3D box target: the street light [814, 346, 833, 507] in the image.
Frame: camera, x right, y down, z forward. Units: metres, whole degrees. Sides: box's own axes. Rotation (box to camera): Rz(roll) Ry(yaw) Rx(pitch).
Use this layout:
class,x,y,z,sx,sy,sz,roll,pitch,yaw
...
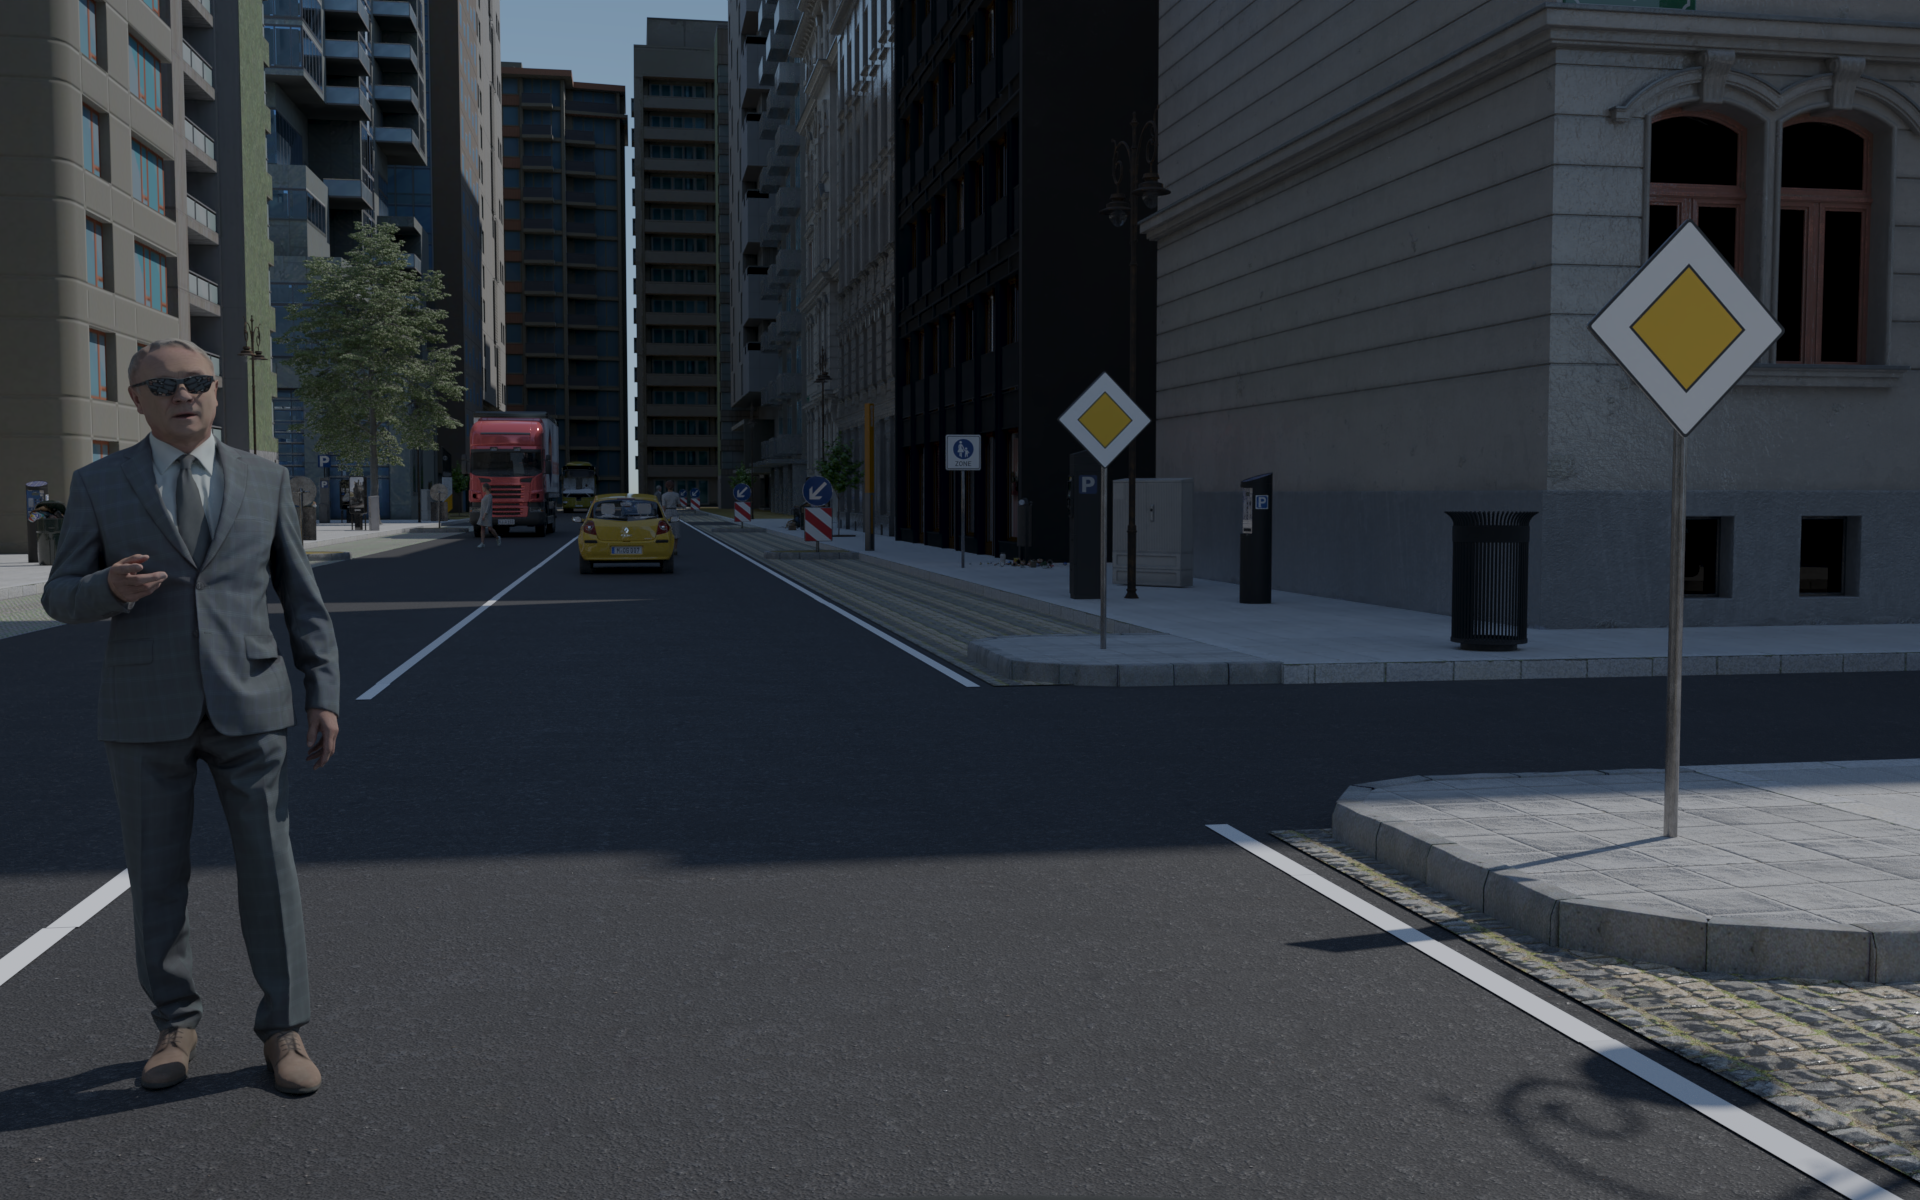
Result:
class,x,y,z,sx,sy,sz,roll,pitch,yaw
street light,-4.275,-4.973,54.104,0.468,5.910,1.993,-1,4,-11

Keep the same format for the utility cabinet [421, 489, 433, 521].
class,x,y,z,sx,sy,sz,roll,pitch,yaw
utility cabinet,-25.582,-4.556,83.177,0.318,1.500,1.173,0,4,-5

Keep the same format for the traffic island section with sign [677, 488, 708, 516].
class,x,y,z,sx,sy,sz,roll,pitch,yaw
traffic island section with sign,-17.716,-6.504,114.973,1.989,1.847,2.006,-1,4,-11

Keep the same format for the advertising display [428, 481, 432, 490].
class,x,y,z,sx,sy,sz,roll,pitch,yaw
advertising display,-25.905,-4.862,84.711,0.123,1.923,0.974,-1,4,-13

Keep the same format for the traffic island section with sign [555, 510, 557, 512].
class,x,y,z,sx,sy,sz,roll,pitch,yaw
traffic island section with sign,-33.565,-8.027,139.870,1.989,1.847,2.006,-1,4,-11

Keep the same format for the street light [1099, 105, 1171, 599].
class,x,y,z,sx,sy,sz,roll,pitch,yaw
street light,2.109,-2.956,21.123,0.468,5.910,1.993,-1,4,-11

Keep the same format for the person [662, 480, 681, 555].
class,x,y,z,sx,sy,sz,roll,pitch,yaw
person,-6.796,-1.935,40.702,0.480,1.755,0.524,-2,4,-26

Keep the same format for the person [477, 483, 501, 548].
class,x,y,z,sx,sy,sz,roll,pitch,yaw
person,-12.720,-2.288,46.653,0.466,1.731,0.760,2,4,25

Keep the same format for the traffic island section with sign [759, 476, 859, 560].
class,x,y,z,sx,sy,sz,roll,pitch,yaw
traffic island section with sign,-3.346,-1.829,38.530,1.989,1.847,2.006,-1,4,-11

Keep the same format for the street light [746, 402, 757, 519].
class,x,y,z,sx,sy,sz,roll,pitch,yaw
street light,-10.480,-7.005,87.318,0.468,5.910,1.993,-1,4,-11

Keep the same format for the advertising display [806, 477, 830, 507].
class,x,y,z,sx,sy,sz,roll,pitch,yaw
advertising display,-5.321,-3.656,64.985,0.974,1.923,0.123,1,4,23

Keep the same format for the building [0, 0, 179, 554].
class,x,y,z,sx,sy,sz,roll,pitch,yaw
building,-31.503,-11.227,28.600,27.650,21.520,28.899,-1,4,-11

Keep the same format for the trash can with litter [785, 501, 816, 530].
class,x,y,z,sx,sy,sz,roll,pitch,yaw
trash can with litter,-5.648,-3.052,61.285,1.055,1.170,0.624,-1,4,-15

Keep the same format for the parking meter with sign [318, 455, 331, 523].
class,x,y,z,sx,sy,sz,roll,pitch,yaw
parking meter with sign,-28.217,-4.929,76.854,0.543,3.016,1.738,-1,4,-18

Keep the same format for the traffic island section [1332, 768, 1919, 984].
class,x,y,z,sx,sy,sz,roll,pitch,yaw
traffic island section,2.680,0.965,6.506,2.009,0.180,2.903,-1,4,-11

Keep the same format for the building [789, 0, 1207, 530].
class,x,y,z,sx,sy,sz,roll,pitch,yaw
building,0.245,-17.770,77.929,14.401,28.519,23.554,-1,4,-11

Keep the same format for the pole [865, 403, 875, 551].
class,x,y,z,sx,sy,sz,roll,pitch,yaw
pole,-2.038,-2.764,39.029,0.158,3.312,0.155,0,3,0

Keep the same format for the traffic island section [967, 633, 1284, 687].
class,x,y,z,sx,sy,sz,roll,pitch,yaw
traffic island section,1.205,0.485,14.354,2.009,0.180,2.903,-1,4,-11

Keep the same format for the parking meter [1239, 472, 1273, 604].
class,x,y,z,sx,sy,sz,roll,pitch,yaw
parking meter,3.475,-0.729,20.332,0.372,1.533,0.369,0,3,0

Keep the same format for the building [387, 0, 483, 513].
class,x,y,z,sx,sy,sz,roll,pitch,yaw
building,-41.392,-28.816,121.252,14.600,45.320,14.200,-1,4,-11

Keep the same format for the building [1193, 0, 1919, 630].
class,x,y,z,sx,sy,sz,roll,pitch,yaw
building,15.266,-14.450,23.649,23.554,28.519,14.401,-1,4,-11

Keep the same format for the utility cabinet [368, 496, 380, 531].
class,x,y,z,sx,sy,sz,roll,pitch,yaw
utility cabinet,-20.635,-3.045,60.952,0.306,1.237,1.020,-1,4,-23

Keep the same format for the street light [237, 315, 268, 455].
class,x,y,z,sx,sy,sz,roll,pitch,yaw
street light,-18.274,-4.409,44.869,0.468,5.910,1.993,-1,4,-11

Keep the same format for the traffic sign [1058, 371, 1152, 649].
class,x,y,z,sx,sy,sz,roll,pitch,yaw
traffic sign,1.183,-0.650,14.272,0.795,2.450,0.064,-1,4,-11

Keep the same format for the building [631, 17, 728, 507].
class,x,y,z,sx,sy,sz,roll,pitch,yaw
building,-23.435,-34.163,182.259,21.600,48.544,21.300,-1,4,-11

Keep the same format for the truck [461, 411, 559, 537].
class,x,y,z,sx,sy,sz,roll,pitch,yaw
truck,-15.641,-4.413,61.062,2.839,4.237,11.283,-1,4,-10

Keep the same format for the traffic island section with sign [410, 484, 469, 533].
class,x,y,z,sx,sy,sz,roll,pitch,yaw
traffic island section with sign,-19.415,-3.426,64.648,1.989,1.847,2.006,-1,4,-11

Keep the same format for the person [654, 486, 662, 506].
class,x,y,z,sx,sy,sz,roll,pitch,yaw
person,-12.125,-3.736,69.987,0.834,1.777,0.661,-2,4,-31

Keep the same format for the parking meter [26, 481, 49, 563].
class,x,y,z,sx,sy,sz,roll,pitch,yaw
parking meter,-17.251,-1.467,32.404,0.372,1.533,0.369,0,3,0

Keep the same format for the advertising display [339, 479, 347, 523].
class,x,y,z,sx,sy,sz,roll,pitch,yaw
advertising display,-27.034,-4.379,76.810,0.123,1.923,0.974,3,5,40

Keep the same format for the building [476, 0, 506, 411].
class,x,y,z,sx,sy,sz,roll,pitch,yaw
building,-51.860,-33.824,142.256,27.495,52.752,28.713,-1,4,-11

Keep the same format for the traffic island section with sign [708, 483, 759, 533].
class,x,y,z,sx,sy,sz,roll,pitch,yaw
traffic island section with sign,-8.330,-3.451,65.054,1.989,1.847,2.006,-1,4,-11

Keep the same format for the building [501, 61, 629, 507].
class,x,y,z,sx,sy,sz,roll,pitch,yaw
building,-48.603,-32.010,177.991,28.867,44.769,22.147,-1,4,-11

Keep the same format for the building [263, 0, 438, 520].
class,x,y,z,sx,sy,sz,roll,pitch,yaw
building,-41.249,-47.975,97.070,22.319,86.520,31.000,-1,4,-11

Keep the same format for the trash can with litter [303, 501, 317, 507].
class,x,y,z,sx,sy,sz,roll,pitch,yaw
trash can with litter,-24.503,-3.278,64.984,0.624,1.170,1.055,-1,4,-16

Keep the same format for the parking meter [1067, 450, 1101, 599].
class,x,y,z,sx,sy,sz,roll,pitch,yaw
parking meter,1.520,-0.945,21.170,0.399,1.863,0.255,-1,4,-9

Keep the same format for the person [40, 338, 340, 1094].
class,x,y,z,sx,sy,sz,roll,pitch,yaw
person,-1.817,0.277,4.148,0.661,1.801,0.590,-2,4,-29

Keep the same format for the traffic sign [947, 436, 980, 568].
class,x,y,z,sx,sy,sz,roll,pitch,yaw
traffic sign,0.051,-1.705,30.005,0.606,2.300,0.079,-1,4,-9

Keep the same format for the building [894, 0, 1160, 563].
class,x,y,z,sx,sy,sz,roll,pitch,yaw
building,5.719,-12.879,40.250,12.332,23.373,15.834,-1,4,-11

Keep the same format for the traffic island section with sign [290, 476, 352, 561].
class,x,y,z,sx,sy,sz,roll,pitch,yaw
traffic island section with sign,-14.335,-1.773,37.621,1.989,1.847,2.006,-1,4,-11

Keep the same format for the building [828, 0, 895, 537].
class,x,y,z,sx,sy,sz,roll,pitch,yaw
building,1.579,-12.717,57.073,9.793,20.994,18.267,-1,4,-11

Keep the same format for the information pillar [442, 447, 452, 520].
class,x,y,z,sx,sy,sz,roll,pitch,yaw
information pillar,-25.386,-5.769,85.679,0.504,3.616,0.183,-3,5,-40

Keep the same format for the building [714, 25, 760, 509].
class,x,y,z,sx,sy,sz,roll,pitch,yaw
building,-14.974,-28.904,156.175,14.154,41.232,14.086,-1,4,-11

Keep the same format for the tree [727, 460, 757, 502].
class,x,y,z,sx,sy,sz,roll,pitch,yaw
tree,-12.562,-6.399,99.231,1.663,3.219,1.824,0,3,0

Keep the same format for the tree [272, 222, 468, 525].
class,x,y,z,sx,sy,sz,roll,pitch,yaw
tree,-24.479,-9.422,72.182,7.486,12.596,7.792,0,3,0

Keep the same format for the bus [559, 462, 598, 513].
class,x,y,z,sx,sy,sz,roll,pitch,yaw
bus,-29.621,-8.768,134.898,2.896,3.916,12.252,-1,4,-11

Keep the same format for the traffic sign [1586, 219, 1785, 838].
class,x,y,z,sx,sy,sz,roll,pitch,yaw
traffic sign,2.659,-0.170,6.424,0.795,2.450,0.064,-1,4,-11

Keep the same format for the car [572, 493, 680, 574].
class,x,y,z,sx,sy,sz,roll,pitch,yaw
car,-6.272,-1.366,32.553,2.015,1.641,3.980,-1,4,-11

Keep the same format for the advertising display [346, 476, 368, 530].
class,x,y,z,sx,sy,sz,roll,pitch,yaw
advertising display,-21.418,-3.452,61.647,0.974,1.923,0.123,3,5,39

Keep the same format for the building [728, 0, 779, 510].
class,x,y,z,sx,sy,sz,roll,pitch,yaw
building,-3.961,-33.458,136.270,28.713,52.752,27.495,-1,4,-11

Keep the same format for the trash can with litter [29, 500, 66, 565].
class,x,y,z,sx,sy,sz,roll,pitch,yaw
trash can with litter,-16.497,-1.221,31.345,0.624,1.170,1.055,-2,4,-28

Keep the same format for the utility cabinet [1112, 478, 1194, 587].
class,x,y,z,sx,sy,sz,roll,pitch,yaw
utility cabinet,2.667,-0.940,24.049,1.173,1.500,0.318,3,5,43

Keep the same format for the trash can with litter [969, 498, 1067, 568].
class,x,y,z,sx,sy,sz,roll,pitch,yaw
trash can with litter,1.112,-1.208,30.812,1.678,1.210,2.233,-1,4,-8

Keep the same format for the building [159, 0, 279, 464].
class,x,y,z,sx,sy,sz,roll,pitch,yaw
building,-32.148,-22.917,58.291,14.154,41.232,14.086,-1,4,-11

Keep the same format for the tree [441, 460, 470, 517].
class,x,y,z,sx,sy,sz,roll,pitch,yaw
tree,-28.738,-6.374,98.810,1.663,3.219,1.824,0,3,0

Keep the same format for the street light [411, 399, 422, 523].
class,x,y,z,sx,sy,sz,roll,pitch,yaw
street light,-24.369,-6.429,77.908,0.468,5.910,1.993,-1,4,-11

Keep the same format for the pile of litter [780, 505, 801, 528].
class,x,y,z,sx,sy,sz,roll,pitch,yaw
pile of litter,-6.191,-3.220,66.611,1.719,0.858,1.176,1,4,22

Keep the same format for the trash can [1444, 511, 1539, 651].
class,x,y,z,sx,sy,sz,roll,pitch,yaw
trash can,4.375,-0.162,14.301,0.748,1.137,0.748,0,3,0

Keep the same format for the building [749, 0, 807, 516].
class,x,y,z,sx,sy,sz,roll,pitch,yaw
building,-0.757,-29.844,107.557,23.786,49.044,30.456,-1,4,-11

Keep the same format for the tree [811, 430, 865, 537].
class,x,y,z,sx,sy,sz,roll,pitch,yaw
tree,-3.516,-3.517,52.099,1.663,3.219,1.824,0,3,0
